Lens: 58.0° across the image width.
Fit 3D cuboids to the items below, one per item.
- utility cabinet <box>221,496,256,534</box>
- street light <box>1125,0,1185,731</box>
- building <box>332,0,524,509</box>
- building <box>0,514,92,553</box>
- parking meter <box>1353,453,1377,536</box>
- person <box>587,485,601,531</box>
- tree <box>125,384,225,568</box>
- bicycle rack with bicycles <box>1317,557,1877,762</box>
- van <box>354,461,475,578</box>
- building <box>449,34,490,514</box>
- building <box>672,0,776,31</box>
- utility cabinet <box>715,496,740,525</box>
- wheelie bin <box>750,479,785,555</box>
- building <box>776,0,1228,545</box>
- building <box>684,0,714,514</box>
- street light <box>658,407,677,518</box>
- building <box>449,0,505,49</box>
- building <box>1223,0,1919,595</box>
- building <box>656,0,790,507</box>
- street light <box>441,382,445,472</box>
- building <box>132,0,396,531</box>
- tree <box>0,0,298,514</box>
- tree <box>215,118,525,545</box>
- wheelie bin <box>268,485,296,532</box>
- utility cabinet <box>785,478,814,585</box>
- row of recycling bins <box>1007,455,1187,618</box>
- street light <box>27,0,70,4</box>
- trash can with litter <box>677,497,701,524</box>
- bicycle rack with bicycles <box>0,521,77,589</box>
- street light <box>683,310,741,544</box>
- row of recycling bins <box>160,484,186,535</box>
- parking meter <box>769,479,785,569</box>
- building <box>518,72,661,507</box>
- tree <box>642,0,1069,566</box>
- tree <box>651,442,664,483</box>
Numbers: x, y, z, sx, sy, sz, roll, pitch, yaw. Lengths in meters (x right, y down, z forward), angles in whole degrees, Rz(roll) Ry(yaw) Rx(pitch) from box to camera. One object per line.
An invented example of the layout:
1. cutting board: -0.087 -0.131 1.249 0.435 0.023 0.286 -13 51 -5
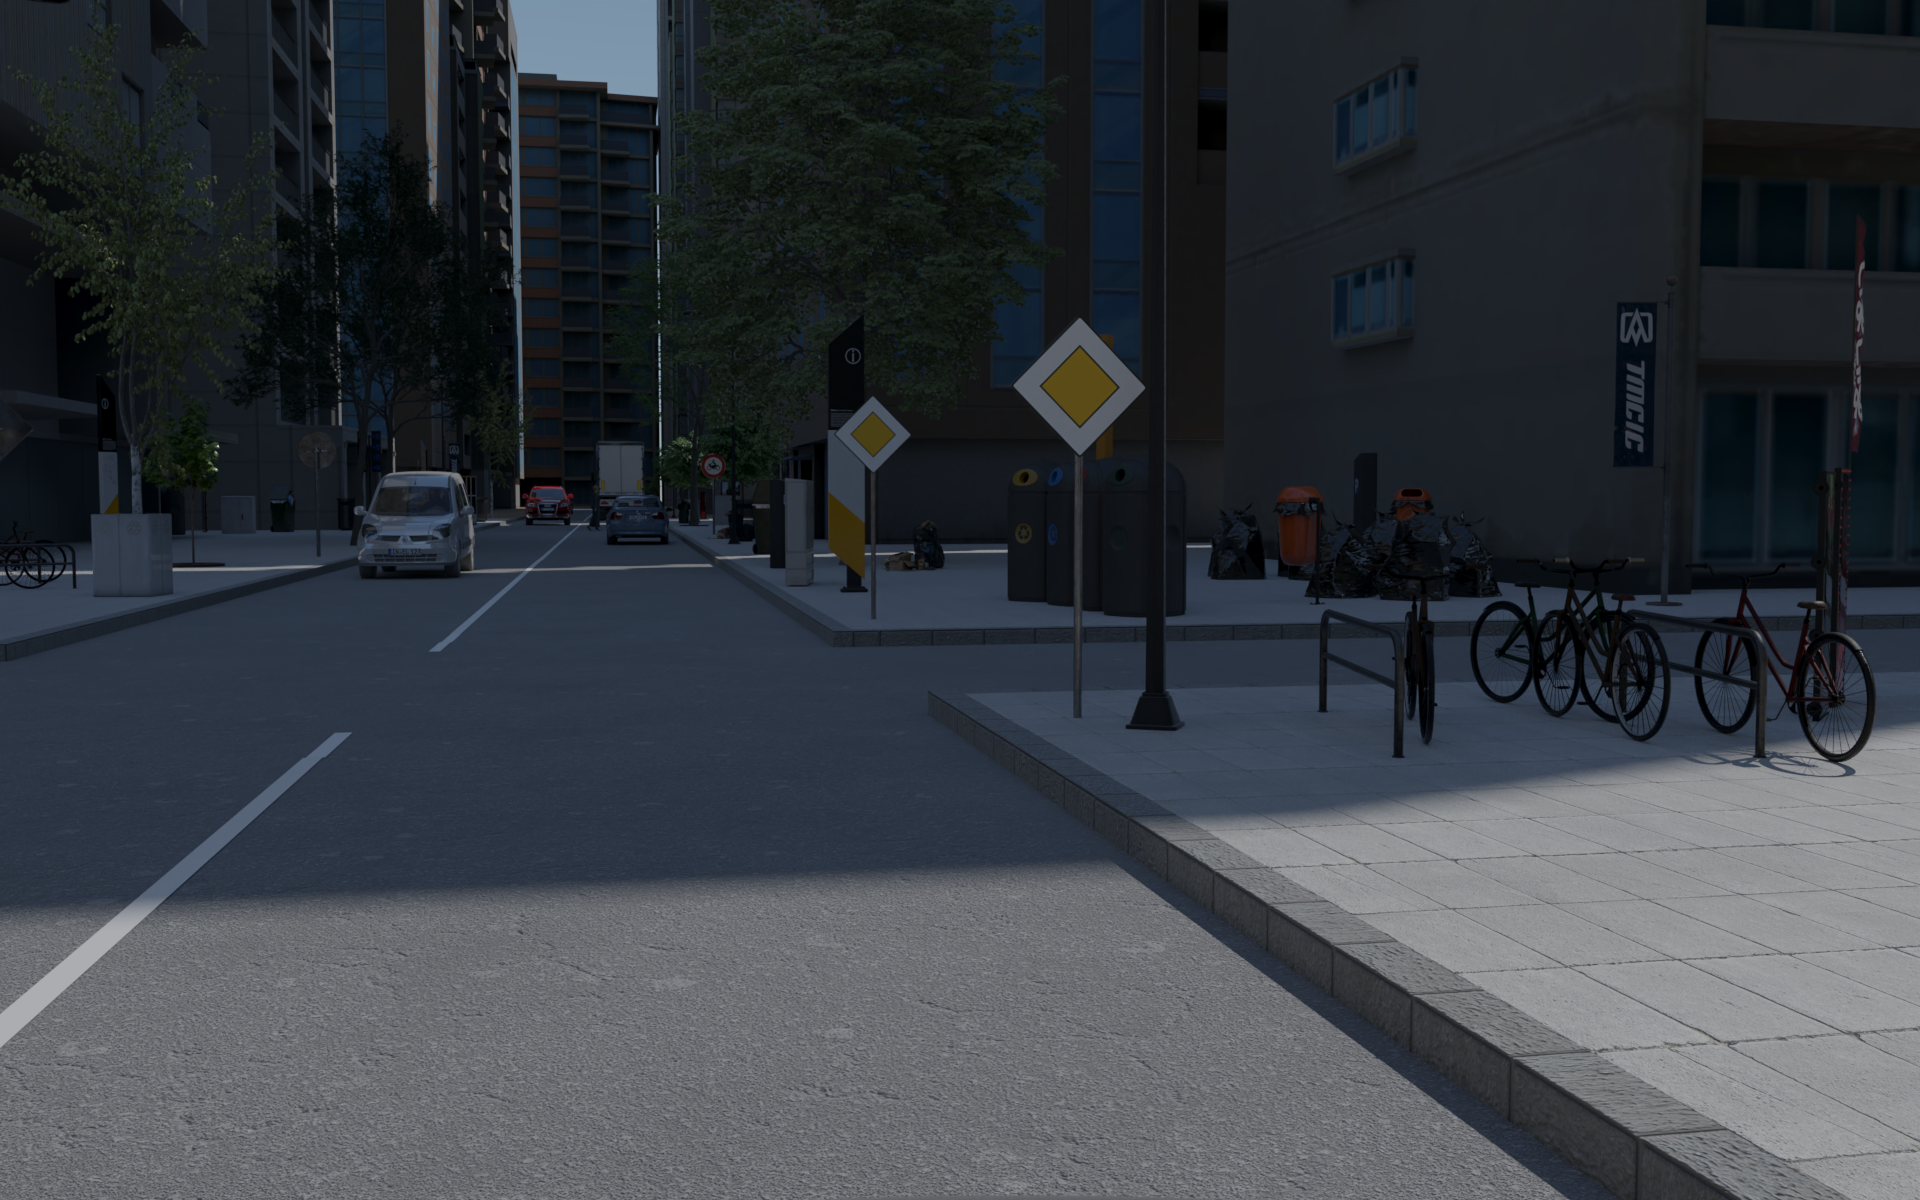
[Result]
1. utility cabinet: -23.245 -2.729 55.788 1.020 1.237 0.306 0 4 3
2. street light: 0.543 -2.246 9.260 1.470 5.913 1.316 -1 4 -11
3. building: -46.333 -30.719 152.361 14.200 45.320 14.600 -1 4 -11
4. building: -32.401 -27.283 35.315 28.713 52.752 27.495 -1 4 -11
5. parking meter: 5.800 -1.168 24.814 0.255 1.863 0.399 0 4 -1
6. person: -14.317 -3.607 67.898 0.576 1.772 0.534 3 5 44
7. tree: -13.605 -2.212 30.770 1.663 3.219 1.824 0 3 0
8. bicycle rack with bicycles: 3.149 0.241 9.445 2.852 0.926 2.925 0 4 1
9. van: -9.635 -1.456 30.818 2.013 2.044 4.112 -1 4 -11
10. building: -37.452 -20.603 108.560 14.160 30.474 14.107 -1 4 -11
11. building: -16.554 -28.111 143.217 14.154 41.232 14.086 -1 4 -11
12. utility cabinet: -9.664 -3.720 71.976 1.020 1.237 0.306 1 4 12
13. wheelie bin: -4.028 -1.772 36.886 0.980 1.594 0.693 2 4 25
14. building: 2.171 -24.473 50.237 14.600 45.320 14.200 -1 4 -11
15. building: -8.899 -35.516 122.686 21.231 58.520 28.212 -1 4 -11
16. street light: -15.662 -7.267 91.349 1.470 5.913 1.316 -1 4 -11
17. building: -45.563 -29.026 129.205 22.147 44.769 28.867 -1 4 -11
18. building: 16.707 -25.028 32.916 21.600 48.544 21.300 -1 4 -11
19. building: -21.976 -45.788 186.878 20.611 71.187 20.563 -1 4 -11
20. street light: -18.299 -5.543 63.176 1.470 5.913 1.316 -1 4 -11
21. building: -33.962 -38.499 67.714 20.563 71.187 20.611 -1 4 -11
22. tree: -12.675 -4.689 27.029 4.737 8.622 4.395 0 3 0
23. tree: -14.704 -6.629 42.795 7.601 10.594 8.767 0 4 5
24. wheelie bin: -22.804 -3.081 58.279 0.980 1.594 0.693 1 4 8
25. utility cabinet: -2.253 -0.967 24.484 0.318 1.500 1.173 0 3 0
26. row of recycling bins: 1.519 -0.766 19.638 1.069 1.692 3.534 -1 4 -21
27. street light: -8.867 -2.655 15.952 1.470 5.913 1.316 -1 4 -11
28. trash can with litter: -11.734 -3.894 75.052 1.055 1.170 0.624 1 4 13
29. bicycle rack with bicycles: -13.463 -0.621 23.543 2.925 0.926 2.852 -3 5 -40
30. street light: -6.309 -4.372 44.021 1.470 5.913 1.316 -1 4 -11
31. row of recycling bins: -26.023 -2.859 53.852 3.534 1.692 1.069 -1 4 -22
32. parking meter: -3.103 -1.317 29.939 0.372 1.533 0.369 0 3 0
33. building: -46.243 -32.310 182.884 28.867 44.769 22.147 -1 4 -11
34. tree: -1.551 -6.888 30.754 7.486 12.596 7.792 0 3 0
35. tree: -13.324 -6.284 86.460 4.285 4.588 4.351 0 3 0
